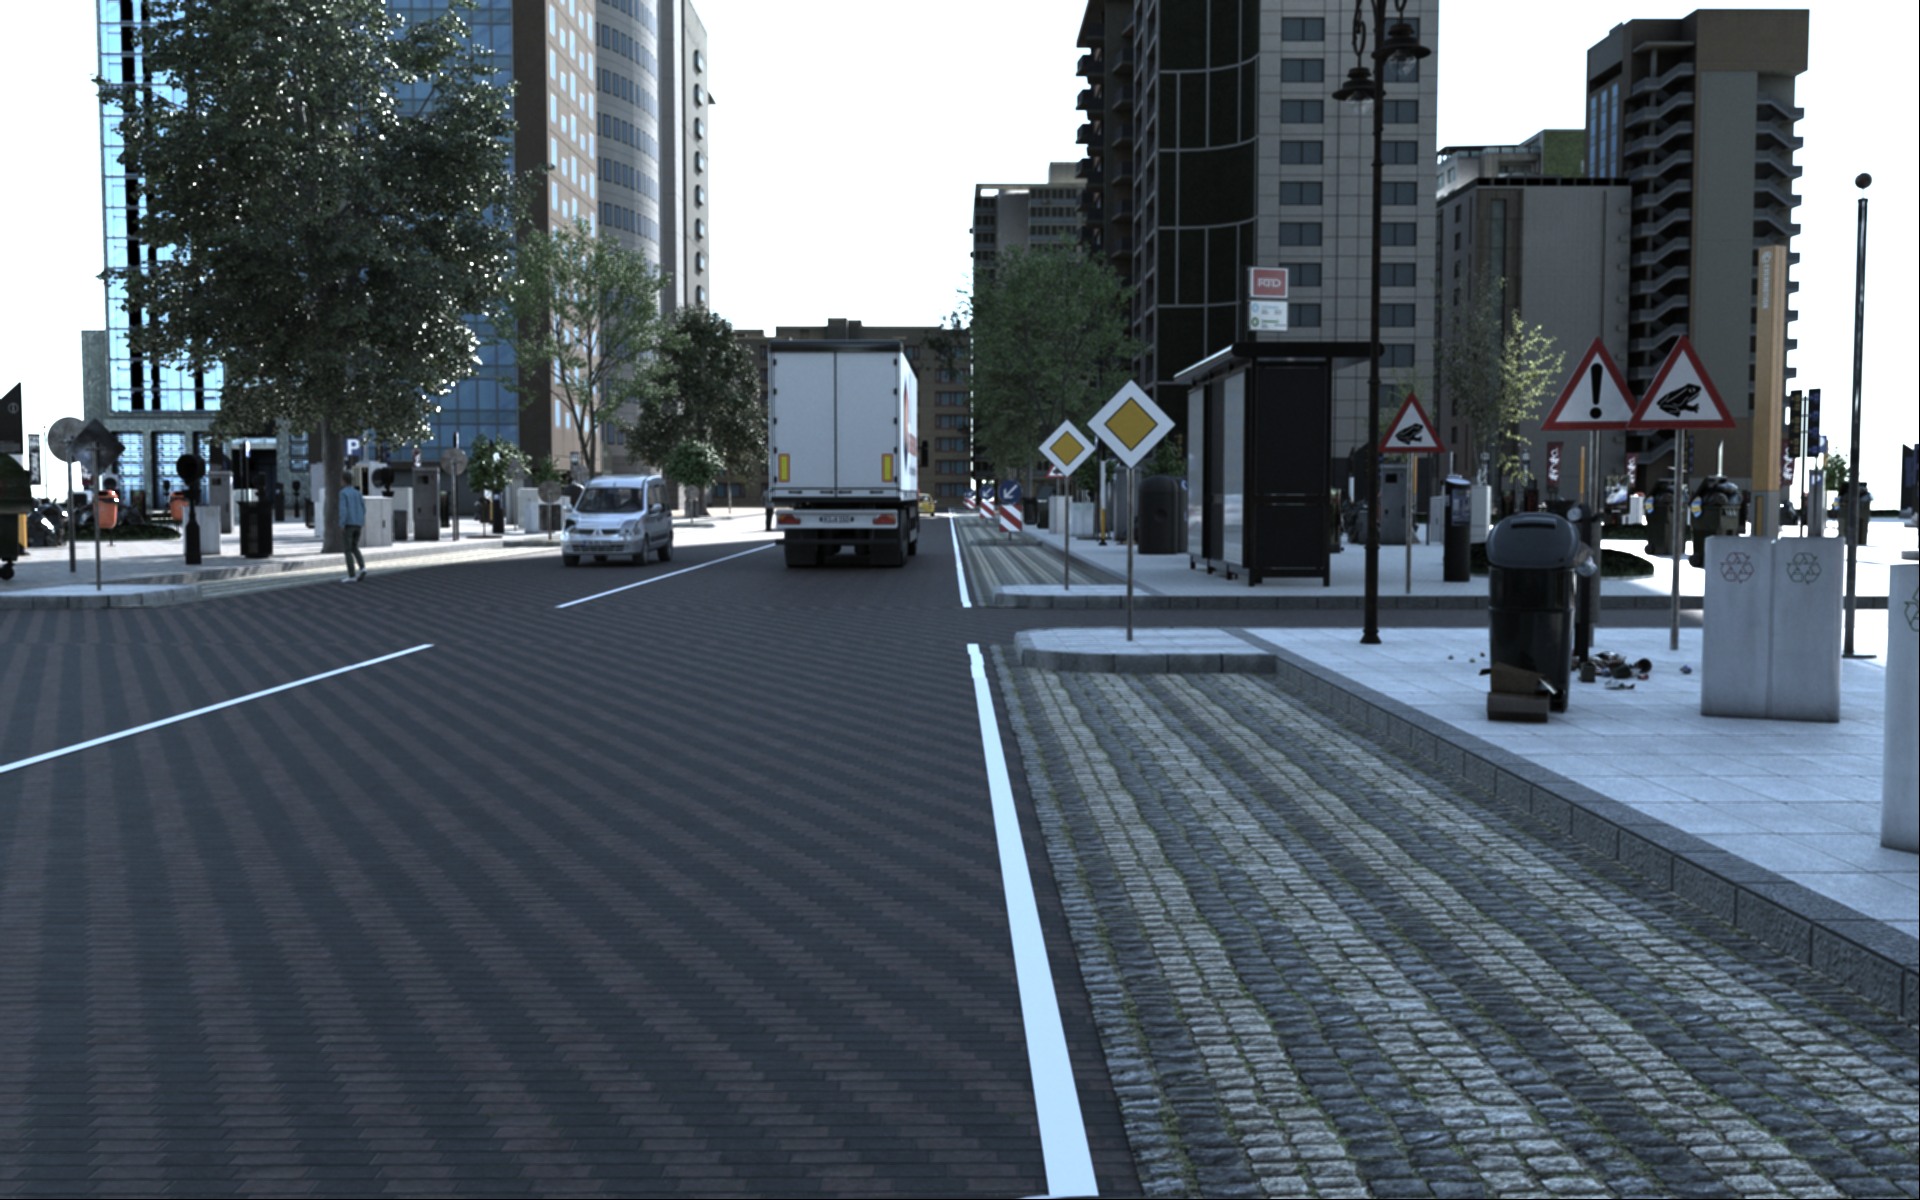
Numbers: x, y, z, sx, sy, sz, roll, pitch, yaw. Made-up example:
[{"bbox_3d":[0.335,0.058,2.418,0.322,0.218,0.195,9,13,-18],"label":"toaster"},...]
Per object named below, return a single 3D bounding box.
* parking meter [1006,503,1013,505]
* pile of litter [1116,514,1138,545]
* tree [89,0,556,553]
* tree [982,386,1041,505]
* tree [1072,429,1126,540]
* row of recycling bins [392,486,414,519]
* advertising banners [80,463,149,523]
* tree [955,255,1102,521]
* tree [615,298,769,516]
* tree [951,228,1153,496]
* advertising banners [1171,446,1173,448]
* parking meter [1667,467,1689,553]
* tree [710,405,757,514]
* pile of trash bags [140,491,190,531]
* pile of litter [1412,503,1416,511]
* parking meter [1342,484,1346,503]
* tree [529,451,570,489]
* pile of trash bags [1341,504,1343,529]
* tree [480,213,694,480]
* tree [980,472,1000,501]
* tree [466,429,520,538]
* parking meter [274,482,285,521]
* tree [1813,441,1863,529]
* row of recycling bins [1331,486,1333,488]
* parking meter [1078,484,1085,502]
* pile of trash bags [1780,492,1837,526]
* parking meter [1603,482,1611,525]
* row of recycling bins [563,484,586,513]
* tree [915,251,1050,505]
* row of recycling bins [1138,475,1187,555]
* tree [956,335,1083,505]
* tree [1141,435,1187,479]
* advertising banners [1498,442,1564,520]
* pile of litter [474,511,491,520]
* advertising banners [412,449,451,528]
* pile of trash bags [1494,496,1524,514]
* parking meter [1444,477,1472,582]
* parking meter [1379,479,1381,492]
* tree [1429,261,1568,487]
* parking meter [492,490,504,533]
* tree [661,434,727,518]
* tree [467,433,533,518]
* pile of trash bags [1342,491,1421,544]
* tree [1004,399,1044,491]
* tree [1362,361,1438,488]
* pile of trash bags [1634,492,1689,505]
[{"bbox_3d":[2.503,-4.877,88.154,0.372,1.533,0.369,0,3,0],"label":"parking meter"},{"bbox_3d":[4.785,-1.843,44.095,1.719,0.858,1.176,0,4,-3],"label":"pile of litter"},{"bbox_3d":[-13.612,-8.000,37.454,9.857,13.997,8.962,0,3,0],"label":"tree"},{"bbox_3d":[3.384,-9.691,108.809,4.737,8.622,4.395,0,3,0],"label":"tree"},{"bbox_3d":[3.725,-3.338,49.176,1.663,3.219,1.824,0,3,0],"label":"tree"},{"bbox_3d":[-29.080,-5.079,90.158,1.069,1.692,3.534,-3,4,-38],"label":"row of recycling bins"},{"bbox_3d":[-27.236,-3.639,55.681,2.074,3.025,0.090,-2,4,-32],"label":"advertising banners"},{"bbox_3d":[3.480,-10.035,82.194,7.486,12.596,7.792,0,3,0],"label":"tree"},{"bbox_3d":[-15.275,-11.284,101.509,9.611,12.733,9.660,0,3,0],"label":"tree"},{"bbox_3d":[3.809,-8.782,69.343,9.928,11.665,9.643,0,3,0],"label":"tree"},{"bbox_3d":[7.276,-4.099,63.205,2.074,3.025,0.090,-2,4,-34],"label":"advertising banners"},{"bbox_3d":[15.527,-1.944,37.491,0.255,1.863,0.399,-2,4,-30],"label":"parking meter"},{"bbox_3d":[-15.108,-9.978,113.508,4.737,8.622,4.395,0,3,0],"label":"tree"},{"bbox_3d":[-25.686,-2.682,53.596,3.447,1.369,1.912,-3,4,-36],"label":"pile of trash bags"},{"bbox_3d":[22.824,-4.514,87.775,1.719,0.858,1.176,3,4,37],"label":"pile of litter"},{"bbox_3d":[20.142,-5.167,90.188,0.399,1.863,0.255,-1,4,-14],"label":"parking meter"},{"bbox_3d":[-18.297,-5.037,76.961,1.663,3.219,1.824,0,3,0],"label":"tree"},{"bbox_3d":[12.482,-2.878,56.809,1.912,1.369,3.447,2,4,28],"label":"pile of trash bags"},{"bbox_3d":[-14.181,-8.561,65.721,9.928,11.665,9.643,0,3,0],"label":"tree"},{"bbox_3d":[2.407,-9.527,150.365,1.663,3.219,1.824,0,3,0],"label":"tree"},{"bbox_3d":[-13.934,-3.415,50.437,1.663,3.219,1.824,0,3,0],"label":"tree"},{"bbox_3d":[-32.053,-4.641,81.599,0.399,1.863,0.255,0,4,2],"label":"parking meter"},{"bbox_3d":[32.187,-4.211,63.445,1.663,3.219,1.824,0,3,0],"label":"tree"},{"bbox_3d":[17.115,-4.678,83.593,1.069,1.692,3.534,-1,4,-12],"label":"row of recycling bins"},{"bbox_3d":[5.438,-4.383,77.369,0.255,1.863,0.399,0,4,-3],"label":"parking meter"},{"bbox_3d":[34.631,-3.755,71.145,1.912,1.369,3.447,3,4,36],"label":"pile of trash bags"},{"bbox_3d":[26.435,-3.971,70.635,0.255,1.863,0.399,0,4,4],"label":"parking meter"},{"bbox_3d":[-14.821,-3.857,70.173,1.069,1.692,3.534,1,4,21],"label":"row of recycling bins"},{"bbox_3d":[2.547,-17.261,138.102,12.611,20.169,13.585,0,3,0],"label":"tree"},{"bbox_3d":[4.826,-1.906,38.277,1.069,1.692,3.534,2,4,28],"label":"row of recycling bins"},{"bbox_3d":[3.352,-9.719,93.313,7.601,10.594,8.767,0,4,-2],"label":"tree"},{"bbox_3d":[6.493,-3.716,55.362,1.663,3.219,1.824,0,3,0],"label":"tree"},{"bbox_3d":[19.282,-3.813,58.527,2.074,3.025,0.090,2,4,27],"label":"advertising banners"},{"bbox_3d":[-23.090,-4.326,84.699,1.176,0.858,1.719,2,4,30],"label":"pile of litter"},{"bbox_3d":[-20.330,-4.305,66.578,2.074,3.025,0.090,2,4,32],"label":"advertising banners"},{"bbox_3d":[28.298,-4.940,90.514,3.447,1.369,1.912,3,4,37],"label":"pile of trash bags"},{"bbox_3d":[7.303,-1.040,25.421,0.372,1.533,0.369,0,3,0],"label":"parking meter"},{"bbox_3d":[14.833,-3.353,60.538,0.255,1.863,0.399,-1,4,-15],"label":"parking meter"},{"bbox_3d":[16.556,-6.371,54.528,4.360,8.622,3.978,0,3,0],"label":"tree"},{"bbox_3d":[-15.098,-2.948,56.608,0.372,1.533,0.369,0,3,0],"label":"parking meter"},{"bbox_3d":[-14.140,-6.654,92.514,4.285,4.588,4.351,0,3,0],"label":"tree"},{"bbox_3d":[-24.760,-6.688,93.059,4.285,4.588,4.351,0,3,0],"label":"tree"},{"bbox_3d":[11.295,-2.230,46.207,1.912,1.369,3.447,1,4,14],"label":"pile of trash bags"},{"bbox_3d":[4.186,-10.458,121.358,4.360,8.622,3.978,0,3,0],"label":"tree"},{"bbox_3d":[24.549,-8.910,96.048,4.737,8.622,4.395,0,3,0],"label":"tree"},{"bbox_3d":[38.738,-5.214,94.998,3.447,1.369,1.912,1,4,13],"label":"pile of trash bags"}]
